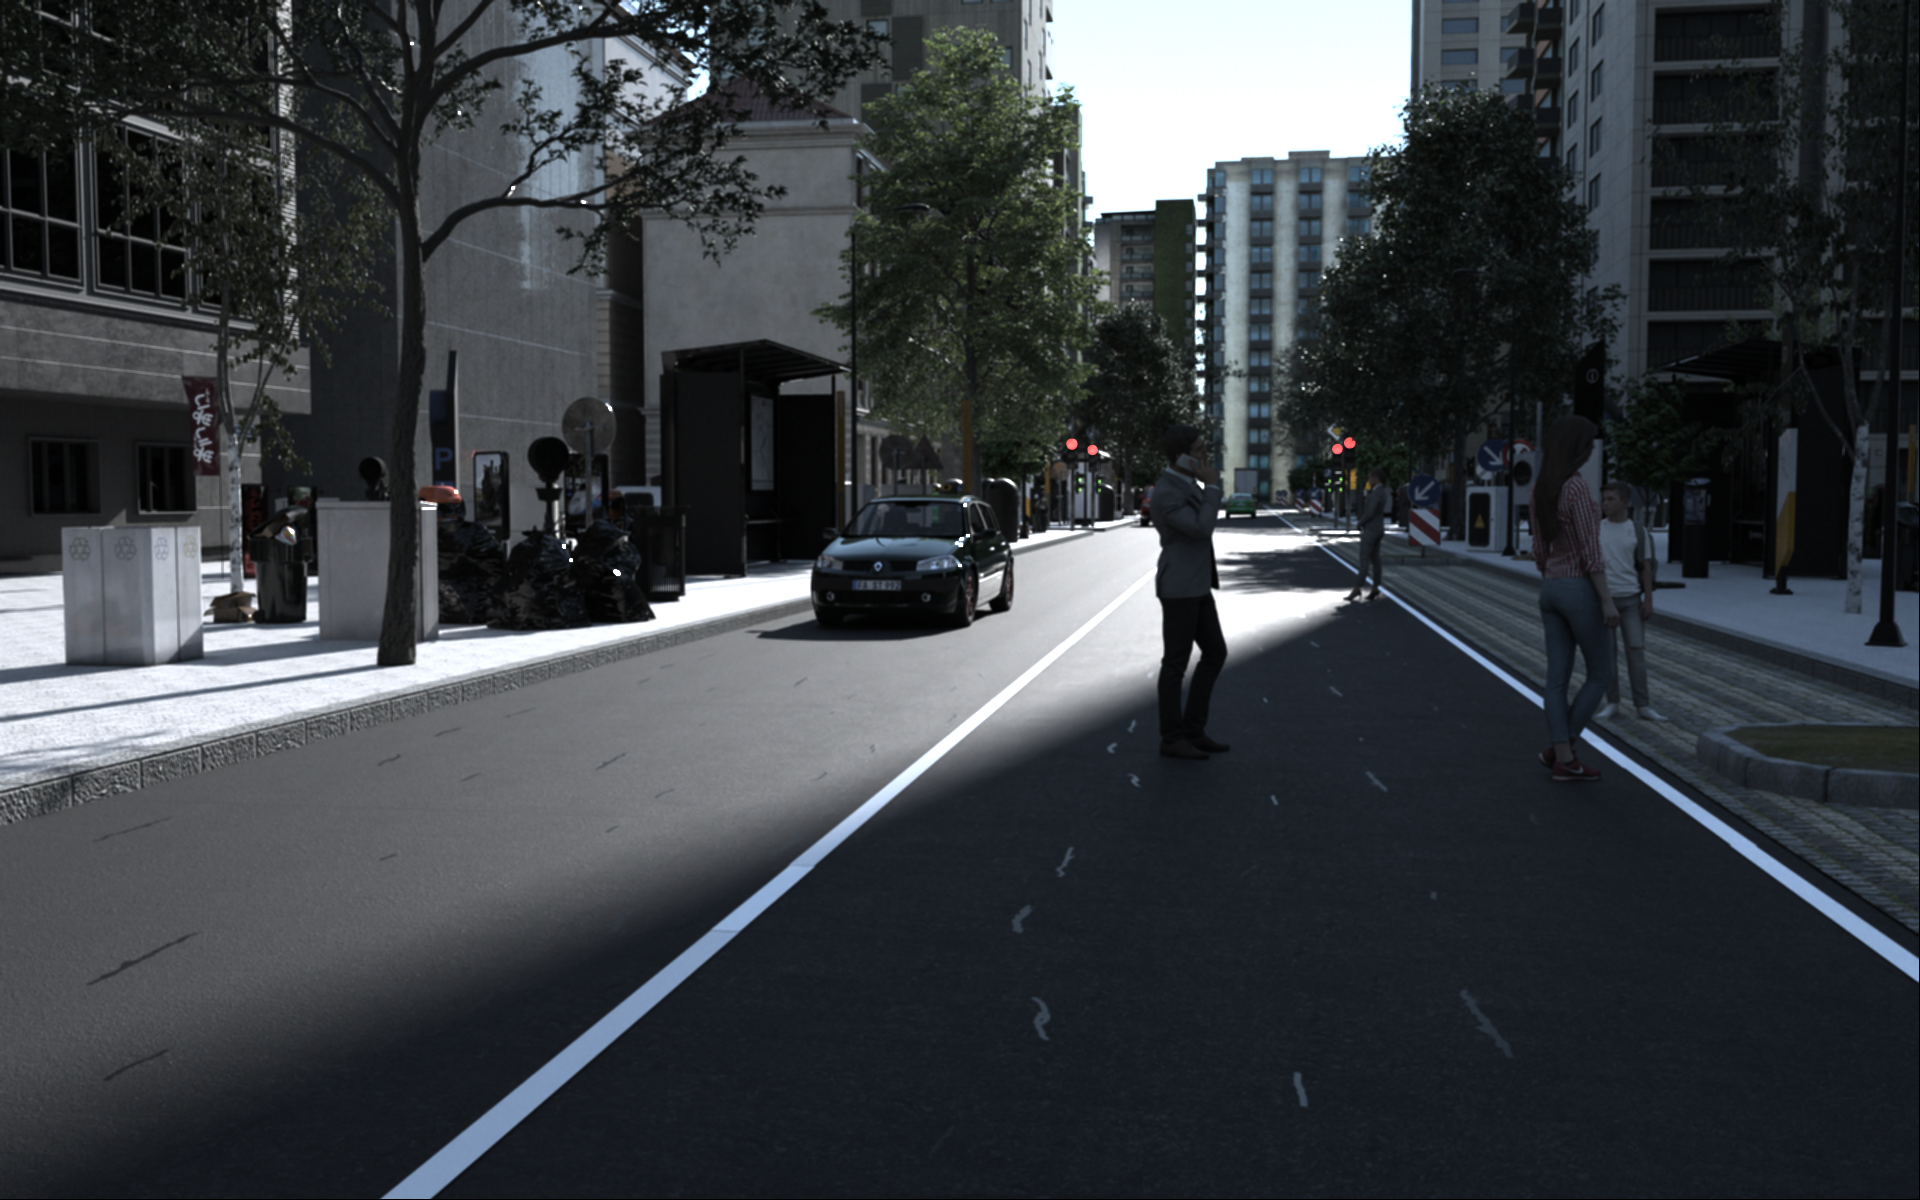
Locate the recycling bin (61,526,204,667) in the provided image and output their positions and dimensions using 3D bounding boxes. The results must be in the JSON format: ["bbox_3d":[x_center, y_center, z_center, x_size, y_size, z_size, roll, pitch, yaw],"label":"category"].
[{"bbox_3d":[-6.310,-0.041,13.231,0.722,1.027,0.722,1,4,9],"label":"recycling bin"}]

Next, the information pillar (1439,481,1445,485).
[{"bbox_3d":[26.587,-5.584,95.792,0.304,2.012,0.304,-3,5,-41],"label":"information pillar"}]

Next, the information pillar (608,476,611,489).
[{"bbox_3d":[-14.579,-4.104,71.588,0.304,2.012,0.304,0,4,-3],"label":"information pillar"}]

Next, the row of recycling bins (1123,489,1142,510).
[{"bbox_3d":[14.614,-7.953,137.136,3.534,1.692,1.069,1,4,22],"label":"row of recycling bins"}]

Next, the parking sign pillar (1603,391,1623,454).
[{"bbox_3d":[14.909,-3.173,40.344,1.447,3.967,1.447,-1,4,-9],"label":"parking sign pillar"}]

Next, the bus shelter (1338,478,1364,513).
[{"bbox_3d":[25.618,-7.339,113.921,2.014,3.302,5.546,1,4,9],"label":"bus shelter"}]

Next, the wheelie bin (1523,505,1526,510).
[{"bbox_3d":[33.896,-5.927,104.810,0.980,1.594,0.693,-1,4,-9],"label":"wheelie bin"}]

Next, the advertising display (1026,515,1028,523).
[{"bbox_3d":[2.886,-4.237,74.481,0.123,1.923,0.974,1,4,18],"label":"advertising display"}]

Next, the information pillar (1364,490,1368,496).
[{"bbox_3d":[32.554,-9.044,139.228,0.504,3.616,0.183,-1,4,-19],"label":"information pillar"}]

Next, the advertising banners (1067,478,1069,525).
[{"bbox_3d":[4.445,-4.596,71.338,0.090,3.025,2.074,0,4,5],"label":"advertising banners"}]

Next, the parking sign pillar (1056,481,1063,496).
[{"bbox_3d":[6.888,-7.583,112.451,1.447,3.967,1.447,3,4,39],"label":"parking sign pillar"}]

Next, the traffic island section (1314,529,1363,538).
[{"bbox_3d":[13.004,-2.180,57.930,2.009,0.180,2.903,1,4,9],"label":"traffic island section"}]

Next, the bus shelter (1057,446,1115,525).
[{"bbox_3d":[5.502,-4.965,75.098,2.014,3.302,5.546,1,4,9],"label":"bus shelter"}]

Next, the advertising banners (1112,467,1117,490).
[{"bbox_3d":[8.918,-6.919,109.314,2.074,3.025,0.090,1,4,16],"label":"advertising banners"}]

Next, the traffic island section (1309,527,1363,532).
[{"bbox_3d":[14.309,-2.662,65.808,2.009,0.180,2.903,1,4,9],"label":"traffic island section"}]

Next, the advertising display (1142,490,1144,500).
[{"bbox_3d":[13.875,-7.703,131.164,0.123,1.923,0.974,1,4,8],"label":"advertising display"}]

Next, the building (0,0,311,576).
[{"bbox_3d":[-21.103,-14.009,22.547,14.314,27.812,24.014,1,4,9],"label":"building"}]

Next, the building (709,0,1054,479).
[{"bbox_3d":[-6.008,-34.808,158.346,28.713,52.752,27.495,1,4,9],"label":"building"}]

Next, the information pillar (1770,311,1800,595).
[{"bbox_3d":[10.535,-1.878,22.055,0.183,3.616,0.504,1,4,9],"label":"information pillar"}]

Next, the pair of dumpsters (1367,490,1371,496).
[{"bbox_3d":[27.478,-6.756,112.957,1.574,2.255,4.437,1,4,10],"label":"pair of dumpsters"}]

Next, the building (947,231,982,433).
[{"bbox_3d":[-5.845,-16.833,111.384,11.583,22.565,21.152,1,4,9],"label":"building"}]

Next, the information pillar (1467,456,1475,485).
[{"bbox_3d":[31.377,-7.038,106.423,0.183,3.616,0.504,-3,5,-40],"label":"information pillar"}]

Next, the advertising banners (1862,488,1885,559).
[{"bbox_3d":[17.588,-2.360,34.774,0.090,3.025,2.074,-2,4,-34],"label":"advertising banners"}]

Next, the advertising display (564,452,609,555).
[{"bbox_3d":[-5.841,-1.338,27.090,0.974,1.923,0.123,3,5,41],"label":"advertising display"}]

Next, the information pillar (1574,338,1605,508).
[{"bbox_3d":[9.558,-2.140,26.343,0.183,3.616,0.504,-2,4,-32],"label":"information pillar"}]

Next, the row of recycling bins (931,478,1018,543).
[{"bbox_3d":[0.490,-2.434,46.916,1.069,1.692,3.534,-2,4,-28],"label":"row of recycling bins"}]

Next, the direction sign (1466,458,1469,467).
[{"bbox_3d":[31.238,-7.063,107.471,0.876,3.537,0.379,-2,4,-29],"label":"direction sign"}]

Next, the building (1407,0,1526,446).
[{"bbox_3d":[58.644,-39.328,185.013,21.231,58.520,28.212,1,4,9],"label":"building"}]

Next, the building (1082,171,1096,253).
[{"bbox_3d":[4.406,-38.592,250.589,30.456,49.044,23.786,1,4,9],"label":"building"}]

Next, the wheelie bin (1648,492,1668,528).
[{"bbox_3d":[26.441,-3.536,65.729,0.693,1.594,0.980,3,4,37],"label":"wheelie bin"}]

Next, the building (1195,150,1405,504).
[{"bbox_3d":[48.704,-38.181,243.869,30.456,49.044,23.786,1,4,9],"label":"building"}]

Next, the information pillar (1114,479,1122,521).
[{"bbox_3d":[7.687,-4.871,84.140,0.304,2.012,0.304,-1,4,-12],"label":"information pillar"}]

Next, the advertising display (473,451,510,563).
[{"bbox_3d":[-7.123,-1.293,26.355,0.123,1.923,0.974,-3,5,-40],"label":"advertising display"}]

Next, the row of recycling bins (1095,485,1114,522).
[{"bbox_3d":[6.486,-4.564,81.732,1.069,1.692,3.534,-1,4,-11],"label":"row of recycling bins"}]

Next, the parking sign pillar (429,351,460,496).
[{"bbox_3d":[-9.495,-2.661,31.976,1.447,3.967,1.447,-1,4,-13],"label":"parking sign pillar"}]

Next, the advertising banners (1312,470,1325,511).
[{"bbox_3d":[26.186,-7.925,125.768,0.090,3.025,2.074,-2,4,-25],"label":"advertising banners"}]

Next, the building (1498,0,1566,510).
[{"bbox_3d":[47.361,-27.965,111.848,22.147,44.769,28.867,1,4,9],"label":"building"}]

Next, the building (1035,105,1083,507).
[{"bbox_3d":[4.923,-30.234,177.926,14.154,41.232,14.086,1,4,9],"label":"building"}]

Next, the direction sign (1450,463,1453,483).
[{"bbox_3d":[35.841,-8.152,125.288,0.379,3.537,0.876,-3,5,-42],"label":"direction sign"}]

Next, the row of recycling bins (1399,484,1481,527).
[{"bbox_3d":[18.780,-3.704,67.674,3.534,1.692,1.069,-1,4,-15],"label":"row of recycling bins"}]

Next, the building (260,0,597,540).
[{"bbox_3d":[-21.345,-13.921,45.630,19.932,24.808,12.078,1,4,9],"label":"building"}]

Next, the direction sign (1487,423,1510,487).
[{"bbox_3d":[17.191,-3.875,55.360,0.876,3.537,0.379,-1,4,-22],"label":"direction sign"}]

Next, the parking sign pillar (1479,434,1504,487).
[{"bbox_3d":[22.877,-5.266,74.572,1.447,3.967,1.447,-3,5,-41],"label":"parking sign pillar"}]

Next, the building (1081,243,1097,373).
[{"bbox_3d":[8.649,-26.291,201.561,14.107,30.474,14.160,1,4,9],"label":"building"}]

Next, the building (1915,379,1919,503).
[{"bbox_3d":[33.203,-43.577,25.160,22.319,86.520,31.000,1,4,9],"label":"building"}]

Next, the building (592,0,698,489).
[{"bbox_3d":[-25.159,-18.568,89.495,20.117,28.700,13.634,1,4,9],"label":"building"}]

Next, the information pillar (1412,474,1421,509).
[{"bbox_3d":[16.951,-3.660,64.325,0.304,2.012,0.304,2,4,27],"label":"information pillar"}]

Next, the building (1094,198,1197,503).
[{"bbox_3d":[25.883,-34.191,242.610,14.086,41.232,14.154,1,4,9],"label":"building"}]

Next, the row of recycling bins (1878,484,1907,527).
[{"bbox_3d":[36.046,-3.769,68.737,3.534,1.692,1.069,2,4,32],"label":"row of recycling bins"}]

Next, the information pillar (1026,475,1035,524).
[{"bbox_3d":[2.878,-4.976,72.719,0.504,3.616,0.183,2,4,27],"label":"information pillar"}]

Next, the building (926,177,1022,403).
[{"bbox_3d":[-2.434,-18.367,129.977,12.332,23.373,15.834,1,4,9],"label":"building"}]

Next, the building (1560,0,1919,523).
[{"bbox_3d":[41.005,-39.318,81.095,20.611,71.187,20.563,1,4,9],"label":"building"}]

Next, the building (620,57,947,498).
[{"bbox_3d":[-8.345,-15.550,90.397,11.583,22.565,21.152,1,4,9],"label":"building"}]

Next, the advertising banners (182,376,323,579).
[{"bbox_3d":[-10.730,-1.845,26.355,2.074,3.025,0.090,-3,5,-42],"label":"advertising banners"}]

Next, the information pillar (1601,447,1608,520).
[{"bbox_3d":[9.992,-1.393,27.274,0.304,2.012,0.304,3,5,39],"label":"information pillar"}]

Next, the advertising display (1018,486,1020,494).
[{"bbox_3d":[4.192,-7.419,126.512,0.974,1.923,0.123,1,4,17],"label":"advertising display"}]

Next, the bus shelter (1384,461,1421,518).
[{"bbox_3d":[23.127,-5.999,92.000,2.014,3.302,5.546,1,4,9],"label":"bus shelter"}]

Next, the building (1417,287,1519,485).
[{"bbox_3d":[56.972,-19.113,157.529,27.650,21.520,28.899,1,4,9],"label":"building"}]

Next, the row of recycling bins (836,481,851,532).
[{"bbox_3d":[-3.728,-2.869,54.014,1.069,1.692,3.534,0,4,1],"label":"row of recycling bins"}]
